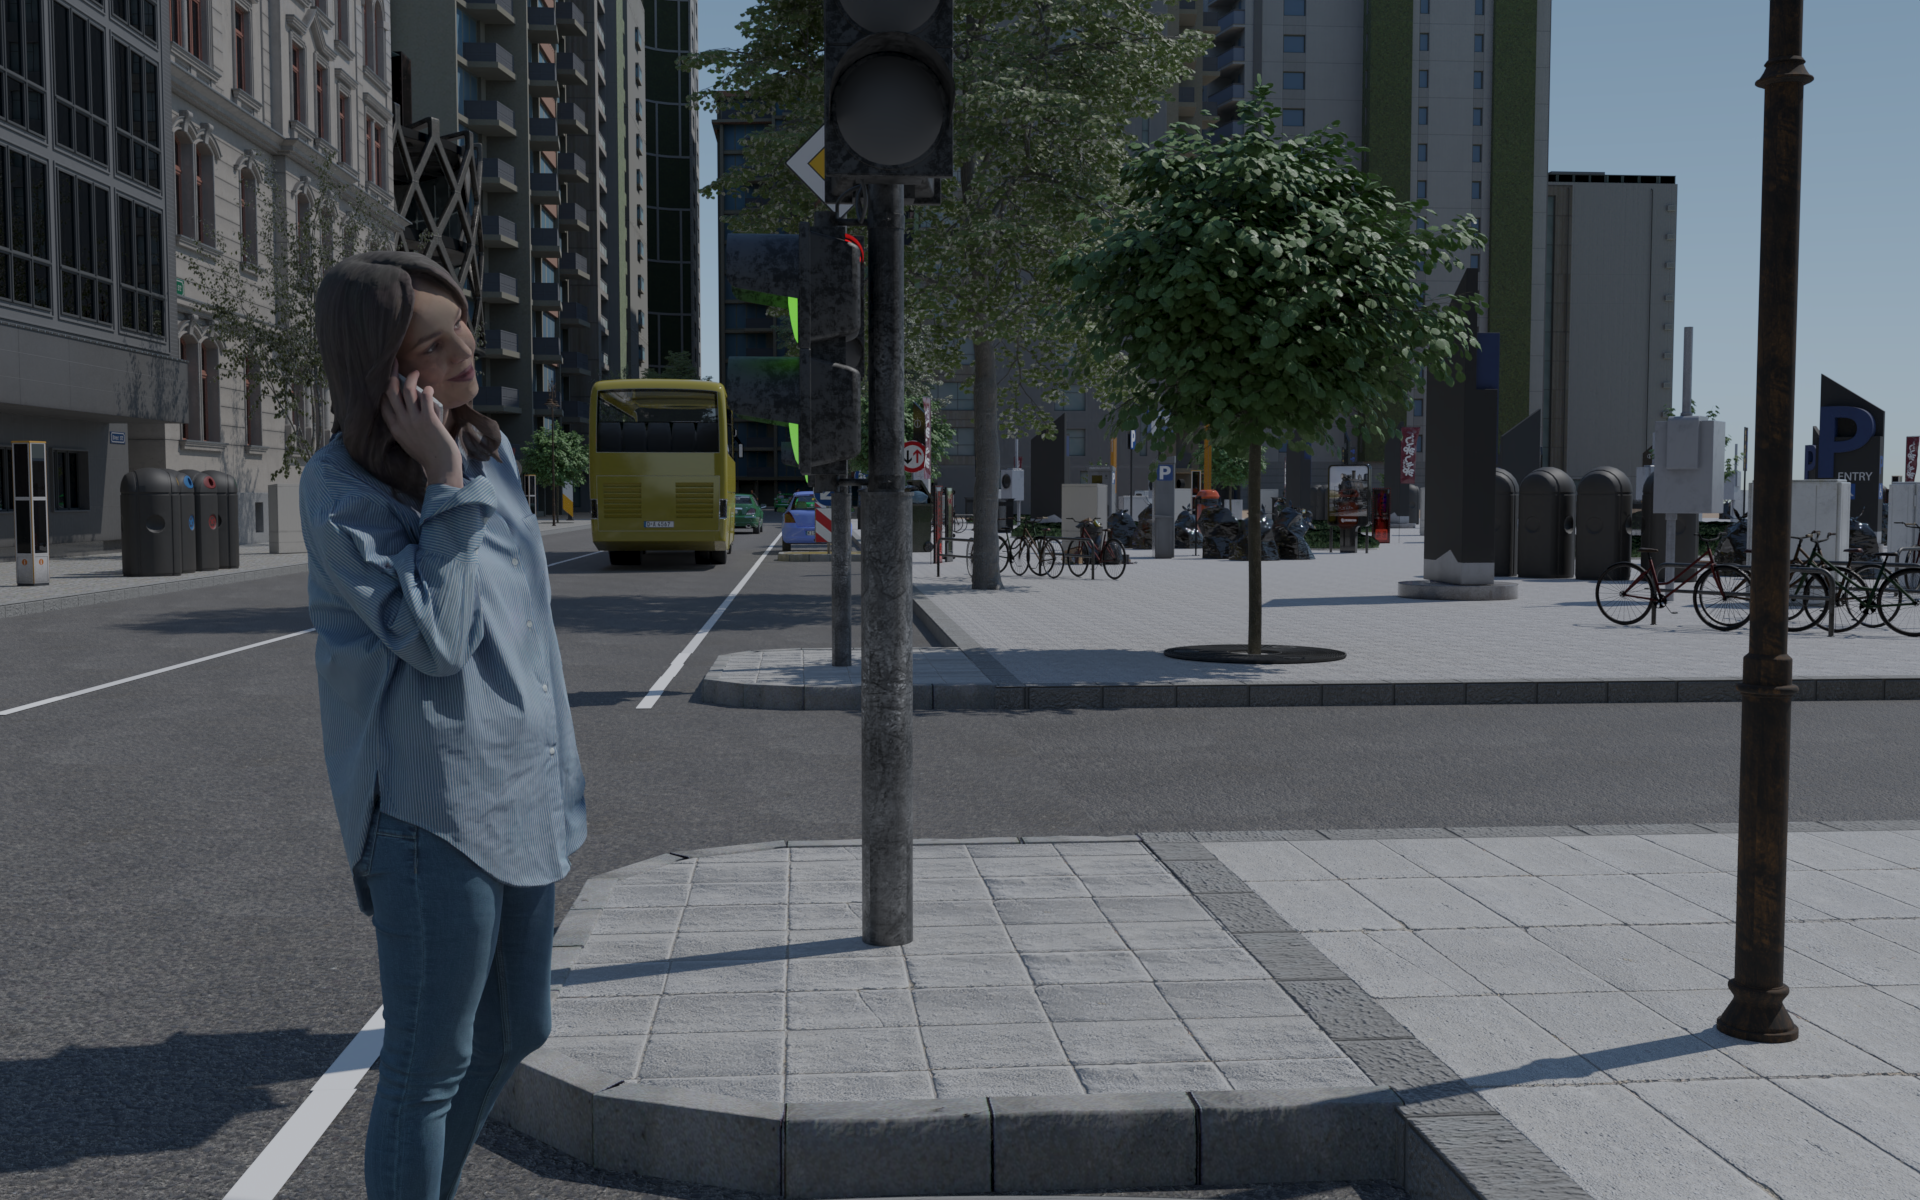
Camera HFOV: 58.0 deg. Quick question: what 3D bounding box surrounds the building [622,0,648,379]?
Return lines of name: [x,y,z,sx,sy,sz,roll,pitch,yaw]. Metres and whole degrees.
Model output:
building: [-38.139,-31.977,146.530,21.600,48.544,21.300,0,4,-5]

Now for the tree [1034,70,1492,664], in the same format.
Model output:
tree: [2.294,-1.833,13.688,4.285,4.588,4.351,0,3,0]

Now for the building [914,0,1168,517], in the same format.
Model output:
building: [4.178,-25.655,103.051,14.154,41.232,14.086,0,4,-5]

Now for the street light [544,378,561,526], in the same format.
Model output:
street light: [-16.259,-5.896,69.182,0.468,5.910,1.993,0,4,-5]

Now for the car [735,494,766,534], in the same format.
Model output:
car: [-8.187,-3.160,63.459,2.131,1.459,4.920,0,4,-4]

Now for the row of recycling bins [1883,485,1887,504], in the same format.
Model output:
row of recycling bins: [39.600,-4.179,75.444,1.069,1.692,3.534,-3,5,-40]

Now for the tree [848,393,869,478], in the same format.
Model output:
tree: [-1.752,-3.956,48.389,4.285,4.588,4.351,0,3,0]

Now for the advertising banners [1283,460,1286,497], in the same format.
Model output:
advertising banners: [15.104,-5.166,80.646,0.090,3.025,2.074,1,4,13]

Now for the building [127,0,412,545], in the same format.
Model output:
building: [-24.853,-15.976,48.595,14.401,28.519,23.554,0,4,-5]

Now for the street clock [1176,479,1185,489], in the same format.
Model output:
street clock: [10.660,-4.842,83.732,0.358,2.002,0.471,-1,4,-23]

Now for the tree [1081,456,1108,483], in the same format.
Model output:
tree: [7.166,-5.754,88.676,1.663,3.219,1.824,0,3,0]

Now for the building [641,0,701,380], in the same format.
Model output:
building: [-38.172,-45.412,180.734,20.611,71.187,20.563,0,4,-5]

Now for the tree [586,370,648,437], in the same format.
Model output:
tree: [-19.725,-9.271,101.945,4.737,8.622,4.395,0,3,0]

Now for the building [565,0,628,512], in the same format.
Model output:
building: [-31.304,-26.808,121.901,14.154,41.232,14.086,0,4,-5]

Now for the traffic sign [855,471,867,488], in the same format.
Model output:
traffic sign: [-4.820,-5.225,85.532,0.768,2.556,0.104,0,4,0]

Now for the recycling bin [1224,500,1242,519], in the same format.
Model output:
recycling bin: [12.408,-4.042,78.644,0.722,1.027,0.722,0,4,1]

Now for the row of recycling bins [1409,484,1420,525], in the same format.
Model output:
row of recycling bins: [19.166,-4.095,74.069,1.069,1.692,3.534,1,4,12]

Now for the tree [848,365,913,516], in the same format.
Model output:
tree: [-3.989,-8.001,81.178,4.737,8.622,4.395,0,3,0]

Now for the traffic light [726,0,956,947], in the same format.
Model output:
traffic light: [-0.227,-0.975,4.865,0.839,4.253,0.868,0,4,-5]

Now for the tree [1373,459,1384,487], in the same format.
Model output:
tree: [20.690,-5.343,81.953,1.663,3.219,1.824,0,3,0]

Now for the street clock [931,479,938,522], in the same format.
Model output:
street clock: [-1.152,-4.087,71.390,0.358,2.002,0.471,-3,5,-42]

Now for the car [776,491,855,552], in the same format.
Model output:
car: [-3.541,-2.018,42.587,1.945,1.707,3.694,0,4,-6]

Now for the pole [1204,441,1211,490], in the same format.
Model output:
pole: [6.259,-3.055,43.791,0.158,3.312,0.155,0,3,0]

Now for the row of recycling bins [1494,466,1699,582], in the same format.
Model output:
row of recycling bins: [9.389,-1.174,26.301,3.534,1.692,1.069,3,5,40]

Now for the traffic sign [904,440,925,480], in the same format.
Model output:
traffic sign: [-1.126,-2.517,41.264,0.768,2.556,0.104,0,4,3]

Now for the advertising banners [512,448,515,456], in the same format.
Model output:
advertising banners: [-17.769,-4.239,65.493,2.074,3.025,0.090,1,4,9]

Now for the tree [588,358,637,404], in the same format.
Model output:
tree: [-18.238,-8.804,94.315,4.360,8.622,3.978,0,3,0]

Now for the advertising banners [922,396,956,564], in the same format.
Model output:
advertising banners: [-0.398,-2.188,31.958,0.090,3.025,2.074,1,4,15]

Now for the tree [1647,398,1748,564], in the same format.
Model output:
tree: [13.252,-2.274,31.786,1.663,3.219,1.824,0,3,0]

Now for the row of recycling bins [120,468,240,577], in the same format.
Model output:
row of recycling bins: [-12.814,-1.305,28.449,1.069,1.692,3.534,0,4,-4]

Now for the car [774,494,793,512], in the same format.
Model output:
car: [-14.338,-8.173,142.426,1.959,1.807,4.718,0,4,-4]

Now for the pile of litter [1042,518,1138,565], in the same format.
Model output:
pile of litter: [2.370,-1.093,31.831,1.719,0.858,1.176,1,4,19]

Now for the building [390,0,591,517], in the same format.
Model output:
building: [-33.666,-27.245,100.081,22.147,44.769,28.867,0,4,-5]

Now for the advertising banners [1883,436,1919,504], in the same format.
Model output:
advertising banners: [28.467,-3.470,52.922,0.090,3.025,2.074,-1,4,-14]

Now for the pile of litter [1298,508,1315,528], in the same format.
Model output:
pile of litter: [10.877,-2.414,53.436,1.176,0.858,1.719,0,4,4]

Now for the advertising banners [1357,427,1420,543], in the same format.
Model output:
advertising banners: [10.905,-2.981,44.921,2.074,3.025,0.090,0,4,-4]

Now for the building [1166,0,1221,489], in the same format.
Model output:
building: [6.062,-28.746,124.615,22.147,44.769,28.867,0,4,-5]

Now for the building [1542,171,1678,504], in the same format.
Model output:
building: [55.565,-23.686,158.966,14.107,30.474,14.160,0,4,-5]

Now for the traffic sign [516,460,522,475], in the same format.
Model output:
traffic sign: [-16.136,-3.802,62.265,0.768,2.556,0.104,0,4,3]

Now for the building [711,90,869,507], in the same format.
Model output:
building: [-12.933,-32.375,183.956,28.867,44.769,22.147,0,4,-5]

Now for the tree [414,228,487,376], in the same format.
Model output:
tree: [-14.421,-5.773,44.756,4.360,8.622,3.978,0,3,0]

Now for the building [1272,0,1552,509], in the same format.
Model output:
building: [34.761,-37.372,153.026,28.212,58.520,21.231,0,4,-5]

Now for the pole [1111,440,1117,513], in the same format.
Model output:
pole: [5.543,-4.205,62.593,0.158,3.312,0.155,0,3,0]

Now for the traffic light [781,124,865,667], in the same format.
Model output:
traffic light: [-0.902,-1.462,12.821,0.839,4.253,0.868,0,4,-5]

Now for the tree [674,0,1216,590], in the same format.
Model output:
tree: [0.011,-6.402,22.801,7.486,12.596,7.792,0,3,0]

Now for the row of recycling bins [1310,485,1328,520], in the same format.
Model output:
row of recycling bins: [16.280,-4.195,75.708,1.069,1.692,3.534,-1,4,-17]

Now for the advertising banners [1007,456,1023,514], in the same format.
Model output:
advertising banners: [2.131,-5.185,80.955,2.074,3.025,0.090,3,5,43]

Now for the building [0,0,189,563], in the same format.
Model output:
building: [-22.693,-14.157,24.975,14.314,27.812,24.014,0,4,-5]

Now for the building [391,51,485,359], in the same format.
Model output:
building: [-27.967,-12.336,69.153,16.820,18.784,16.811,0,4,-5]

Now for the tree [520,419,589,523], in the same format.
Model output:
tree: [-17.691,-5.654,76.151,4.285,4.588,4.351,0,3,0]

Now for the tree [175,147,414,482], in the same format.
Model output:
tree: [-13.774,-5.241,36.047,4.360,8.622,3.978,0,3,0]

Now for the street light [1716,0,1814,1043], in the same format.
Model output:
street light: [1.902,-1.906,3.953,0.468,5.910,1.993,0,4,-5]

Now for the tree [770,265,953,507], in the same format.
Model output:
tree: [-5.241,-11.278,91.047,9.857,13.997,8.962,0,3,0]
